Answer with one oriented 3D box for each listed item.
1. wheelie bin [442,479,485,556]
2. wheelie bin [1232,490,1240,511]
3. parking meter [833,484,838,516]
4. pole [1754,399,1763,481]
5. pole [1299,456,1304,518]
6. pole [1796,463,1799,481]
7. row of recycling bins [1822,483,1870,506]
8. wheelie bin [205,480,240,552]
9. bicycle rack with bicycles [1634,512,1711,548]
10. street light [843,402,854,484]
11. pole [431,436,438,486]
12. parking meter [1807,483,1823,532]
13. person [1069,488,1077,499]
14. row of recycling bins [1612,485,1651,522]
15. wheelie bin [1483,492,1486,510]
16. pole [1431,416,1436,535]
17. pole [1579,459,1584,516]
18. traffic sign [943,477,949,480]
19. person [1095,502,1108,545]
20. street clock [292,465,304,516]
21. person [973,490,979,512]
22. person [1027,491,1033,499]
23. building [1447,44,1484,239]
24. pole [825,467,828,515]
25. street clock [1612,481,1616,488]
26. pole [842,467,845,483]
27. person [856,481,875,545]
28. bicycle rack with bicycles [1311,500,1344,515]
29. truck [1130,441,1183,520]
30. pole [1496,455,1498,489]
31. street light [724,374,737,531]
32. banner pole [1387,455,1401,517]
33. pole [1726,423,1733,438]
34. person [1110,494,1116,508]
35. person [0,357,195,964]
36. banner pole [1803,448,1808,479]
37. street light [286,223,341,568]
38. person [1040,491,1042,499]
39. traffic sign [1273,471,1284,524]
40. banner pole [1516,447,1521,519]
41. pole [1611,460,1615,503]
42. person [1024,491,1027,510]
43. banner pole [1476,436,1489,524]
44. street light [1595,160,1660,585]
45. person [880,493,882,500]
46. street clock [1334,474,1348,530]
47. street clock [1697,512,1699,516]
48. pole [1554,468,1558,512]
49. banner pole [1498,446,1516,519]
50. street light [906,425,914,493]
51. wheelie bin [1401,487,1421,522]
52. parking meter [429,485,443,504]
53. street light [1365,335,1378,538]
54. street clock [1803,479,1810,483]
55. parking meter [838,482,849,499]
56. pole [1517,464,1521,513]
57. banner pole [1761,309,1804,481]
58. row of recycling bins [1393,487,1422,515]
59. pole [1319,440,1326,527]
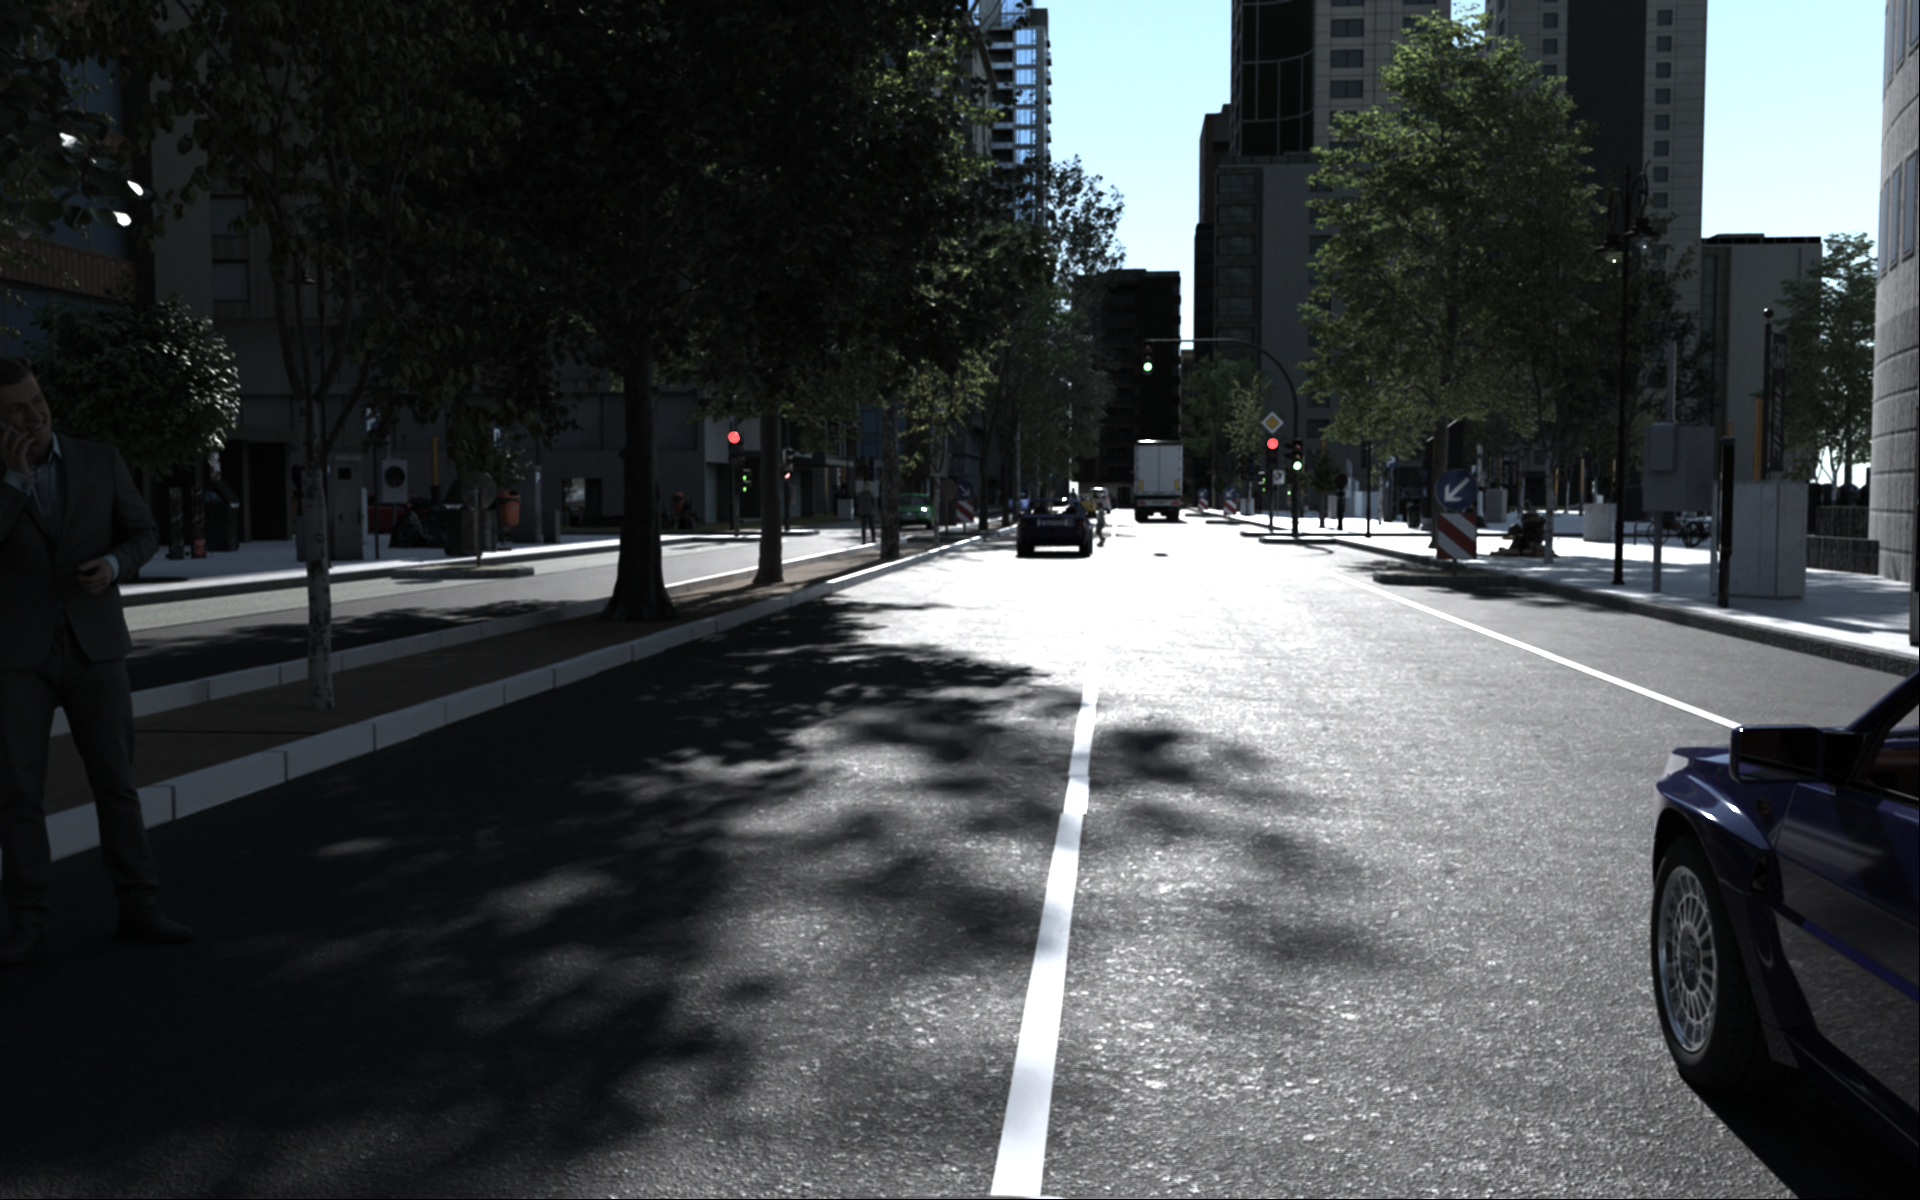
[{"bbox_3d":[-10.260,-1.709,35.852,0.980,1.594,0.693,2,4,33],"label":"wheelie bin"},{"bbox_3d":[20.811,-7.551,131.359,0.980,1.594,0.693,3,5,40],"label":"wheelie bin"},{"bbox_3d":[-7.338,-5.969,103.304,0.399,1.863,0.255,1,4,15],"label":"parking meter"},{"bbox_3d":[17.116,-2.647,37.124,0.158,3.312,0.155,0,3,0],"label":"pole"},{"bbox_3d":[18.350,-6.063,92.969,0.158,3.312,0.155,0,3,0],"label":"pole"},{"bbox_3d":[55.787,-7.433,115.376,0.158,3.312,0.155,0,3,0],"label":"pole"},{"bbox_3d":[34.448,-3.624,66.366,3.534,1.692,1.069,0,4,-7],"label":"row of recycling bins"},{"bbox_3d":[-16.536,-1.882,38.685,0.693,1.594,0.980,0,4,-4],"label":"wheelie bin"},{"bbox_3d":[18.165,-1.787,42.604,2.925,0.926,2.852,-1,4,-19],"label":"bicycle rack with bicycles"},{"bbox_3d":[-5.644,-6.995,87.160,0.468,5.910,1.993,0,4,5],"label":"street light"},{"bbox_3d":[-18.606,-4.132,61.404,0.158,3.312,0.155,0,3,0],"label":"pole"},{"bbox_3d":[19.570,-1.915,39.722,0.372,1.533,0.369,0,3,0],"label":"parking meter"},{"bbox_3d":[6.727,-5.769,102.909,0.616,1.811,0.778,2,4,29],"label":"person"},{"bbox_3d":[31.517,-4.532,81.209,1.069,1.692,3.534,0,4,3],"label":"row of recycling bins"},{"bbox_3d":[35.663,-6.673,117.006,0.693,1.594,0.980,0,4,3],"label":"wheelie bin"},{"bbox_3d":[12.522,-3.161,45.530,0.158,3.312,0.155,0,3,0],"label":"pole"},{"bbox_3d":[36.057,-6.521,100.466,0.158,3.312,0.155,0,3,0],"label":"pole"},{"bbox_3d":[-1.044,-8.111,132.719,0.768,2.556,0.104,1,4,12],"label":"traffic sign"},{"bbox_3d":[4.024,-2.167,48.939,0.382,1.210,0.505,0,4,-7],"label":"person"},{"bbox_3d":[-16.282,-2.332,42.703,0.358,2.002,0.471,-3,4,-37],"label":"street clock"},{"bbox_3d":[1.316,-8.014,140.086,0.434,1.755,0.990,2,4,24],"label":"person"},{"bbox_3d":[8.049,-11.645,198.880,0.705,1.826,1.348,2,4,31],"label":"person"},{"bbox_3d":[73.269,-41.646,222.909,28.212,58.520,21.231,0,4,5],"label":"building"},{"bbox_3d":[-8.208,-6.887,106.451,0.158,3.312,0.155,0,3,0],"label":"pole"},{"bbox_3d":[35.623,-5.463,93.888,0.358,2.002,0.471,-3,5,-39],"label":"street clock"},{"bbox_3d":[-7.480,-7.176,111.167,0.158,3.312,0.155,0,3,0],"label":"pole"},{"bbox_3d":[-2.630,-2.438,48.542,0.537,1.800,0.526,1,4,13],"label":"person"},{"bbox_3d":[23.204,-5.663,105.966,2.852,0.926,2.925,-1,4,-22],"label":"bicycle rack with bicycles"},{"bbox_3d":[11.026,-6.628,97.278,2.839,4.237,11.283,0,4,5],"label":"truck"},{"bbox_3d":[28.256,-5.942,90.995,0.158,3.312,0.155,0,3,0],"label":"pole"},{"bbox_3d":[-8.006,-5.373,60.644,0.468,5.910,1.993,0,4,5],"label":"street light"},{"bbox_3d":[24.693,-6.646,98.680,0.863,3.779,0.401,0,4,-1],"label":"banner pole"},{"bbox_3d":[22.069,-3.420,49.757,0.158,3.312,0.155,0,3,0],"label":"pole"},{"bbox_3d":[15.722,-10.180,178.169,0.697,1.427,0.421,2,4,26],"label":"person"},{"bbox_3d":[-2.761,0.179,5.373,0.655,1.846,0.447,-2,4,-35],"label":"person"},{"bbox_3d":[45.430,-6.311,93.202,0.401,3.779,0.863,0,4,5],"label":"banner pole"},{"bbox_3d":[-10.934,-3.484,29.744,0.468,5.910,1.993,0,4,5],"label":"street light"},{"bbox_3d":[8.027,-10.085,174.208,0.721,1.723,1.217,3,5,42],"label":"person"},{"bbox_3d":[13.665,-4.430,74.556,0.606,2.300,0.079,1,4,15],"label":"traffic sign"},{"bbox_3d":[29.129,-6.156,90.665,0.401,3.779,0.863,-1,4,-21],"label":"banner pole"},{"bbox_3d":[38.190,-6.574,101.324,0.158,3.312,0.155,0,3,0],"label":"pole"},{"bbox_3d":[5.822,-9.026,156.752,0.721,1.739,1.217,0,4,-2],"label":"person"},{"bbox_3d":[22.507,-5.181,74.734,0.863,3.779,0.401,-3,4,-37],"label":"banner pole"},{"bbox_3d":[9.357,-3.159,24.443,0.468,5.910,1.993,0,4,5],"label":"street light"},{"bbox_3d":[-3.480,-4.414,80.939,0.520,1.790,0.573,1,4,14],"label":"person"},{"bbox_3d":[13.541,-3.490,61.624,0.471,2.002,0.358,0,4,6],"label":"street clock"},{"bbox_3d":[40.354,-5.523,94.864,0.471,2.002,0.358,0,4,8],"label":"street clock"},{"bbox_3d":[43.540,-8.115,126.519,0.158,3.312,0.155,0,3,0],"label":"pole"},{"bbox_3d":[28.005,-6.073,89.308,0.863,3.779,0.401,3,4,38],"label":"banner pole"},{"bbox_3d":[-3.210,-8.587,113.185,0.468,5.910,1.993,0,4,5],"label":"street light"},{"bbox_3d":[20.581,-4.362,79.229,0.980,1.594,0.693,-2,4,-27],"label":"wheelie bin"},{"bbox_3d":[-15.215,-2.565,50.344,0.372,1.533,0.369,0,3,0],"label":"parking meter"},{"bbox_3d":[11.875,-4.735,50.207,0.468,5.910,1.993,0,4,5],"label":"street light"},{"bbox_3d":[41.179,-4.875,84.284,0.358,2.002,0.471,3,5,42],"label":"street clock"},{"bbox_3d":[-5.703,-4.907,85.939,0.399,1.863,0.255,0,4,8],"label":"parking meter"},{"bbox_3d":[41.117,-8.165,127.340,0.158,3.312,0.155,0,3,0],"label":"pole"},{"bbox_3d":[11.088,-2.057,23.650,0.863,3.779,0.401,-3,5,-43],"label":"banner pole"},{"bbox_3d":[28.000,-6.219,108.795,3.534,1.692,1.069,-3,4,-36],"label":"row of recycling bins"},{"bbox_3d":[13.775,-4.401,65.803,0.158,3.312,0.155,0,3,0],"label":"pole"}]
